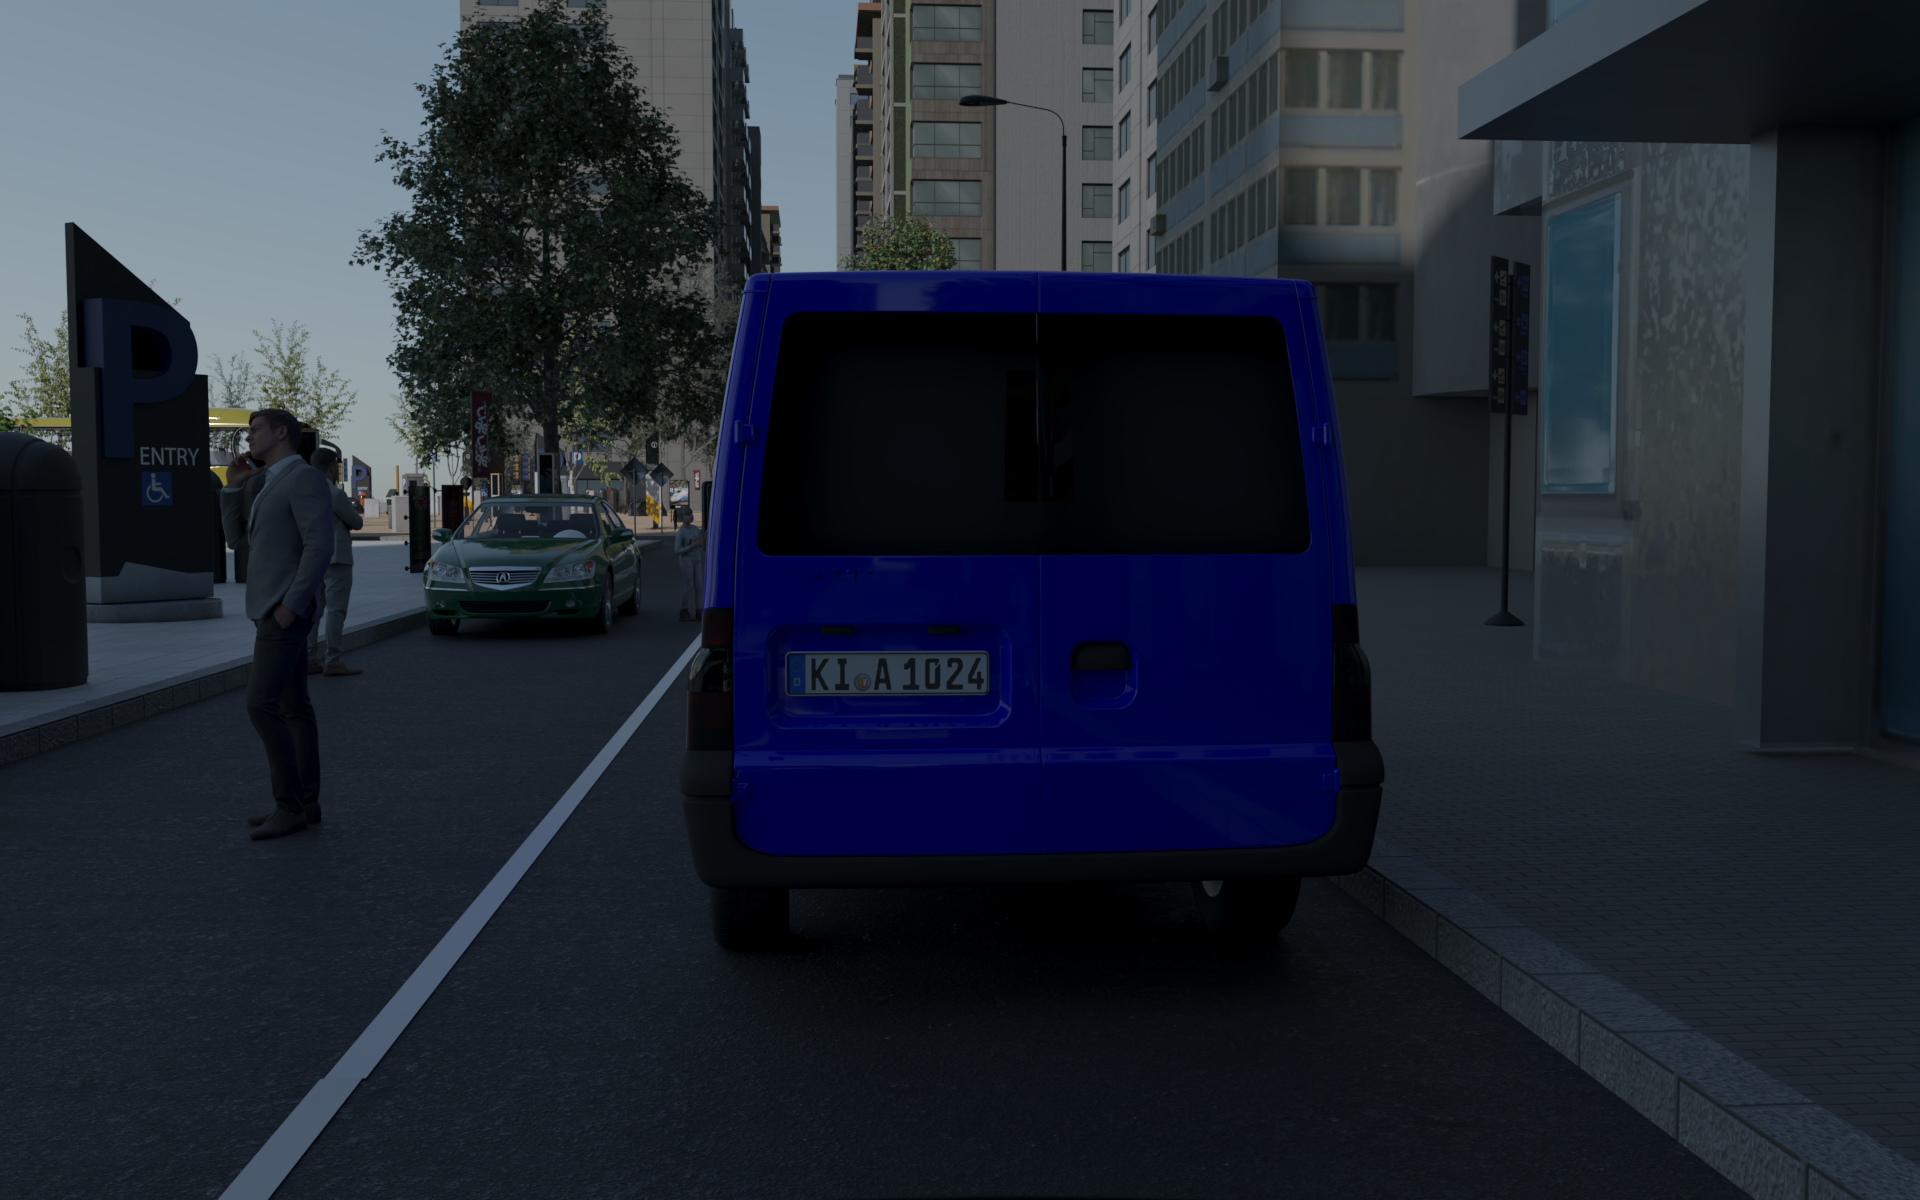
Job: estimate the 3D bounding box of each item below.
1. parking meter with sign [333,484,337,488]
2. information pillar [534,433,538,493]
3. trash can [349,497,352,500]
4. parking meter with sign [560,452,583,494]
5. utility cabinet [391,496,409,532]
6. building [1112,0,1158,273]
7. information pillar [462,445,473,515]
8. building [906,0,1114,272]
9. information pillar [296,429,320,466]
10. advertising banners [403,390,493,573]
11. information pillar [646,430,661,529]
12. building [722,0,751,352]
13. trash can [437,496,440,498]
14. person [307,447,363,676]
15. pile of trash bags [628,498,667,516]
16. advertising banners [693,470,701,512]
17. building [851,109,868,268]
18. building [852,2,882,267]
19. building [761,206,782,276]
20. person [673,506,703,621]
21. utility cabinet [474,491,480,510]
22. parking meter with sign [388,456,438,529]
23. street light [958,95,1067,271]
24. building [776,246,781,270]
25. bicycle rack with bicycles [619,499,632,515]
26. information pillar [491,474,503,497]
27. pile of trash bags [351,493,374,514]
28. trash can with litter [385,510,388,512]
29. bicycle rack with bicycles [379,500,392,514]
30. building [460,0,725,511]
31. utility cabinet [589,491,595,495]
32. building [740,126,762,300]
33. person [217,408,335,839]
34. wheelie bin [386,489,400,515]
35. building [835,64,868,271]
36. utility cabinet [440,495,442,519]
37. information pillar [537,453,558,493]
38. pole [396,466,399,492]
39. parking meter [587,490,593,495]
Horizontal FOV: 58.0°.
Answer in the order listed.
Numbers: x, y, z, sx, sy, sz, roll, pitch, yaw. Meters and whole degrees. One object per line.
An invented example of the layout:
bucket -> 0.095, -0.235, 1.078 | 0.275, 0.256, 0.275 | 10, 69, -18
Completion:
parking meter with sign -> -35.426, -6.199, 97.606 | 0.543, 3.016, 1.738 | 1, 4, 11
information pillar -> -16.107, -4.561, 65.923 | 0.183, 3.616, 0.504 | 0, 4, -7
trash can -> -30.931, -4.614, 87.093 | 0.748, 1.137, 0.748 | 0, 3, 0
parking meter with sign -> -16.282, -4.619, 71.775 | 0.543, 3.016, 1.738 | -3, 5, -40
utility cabinet -> -18.655, -2.896, 58.508 | 0.306, 1.237, 1.020 | 3, 5, 43
building -> 3.283, -41.202, 111.904 | 20.563, 71.187, 20.611 | 0, 4, -5
information pillar -> -23.304, -5.543, 81.980 | 0.504, 3.616, 0.183 | 1, 4, 17
building -> 4.303, -19.065, 83.418 | 14.160, 30.474, 14.107 | 0, 4, -5
information pillar -> -7.394, -0.925, 19.612 | 0.304, 2.012, 0.304 | -1, 4, -20
advertising banners -> -8.463, -1.994, 28.794 | 0.090, 3.025, 2.074 | 2, 4, 27
information pillar -> -11.147, -4.375, 62.882 | 0.504, 3.616, 0.183 | 0, 4, 2
building -> -31.171, -33.258, 163.378 | 23.786, 49.044, 30.456 | 0, 4, -5
trash can -> -36.370, -6.731, 121.702 | 0.748, 1.137, 0.748 | 0, 3, 0
person -> -4.979, -0.313, 13.796 | 0.511, 1.800, 0.466 | 1, 4, 19
pile of trash bags -> -17.471, -5.545, 100.412 | 3.447, 1.369, 1.912 | -1, 4, -19
advertising banners -> -18.286, -7.902, 125.381 | 2.074, 3.025, 0.090 | 0, 4, 1
building -> -5.405, -33.520, 198.158 | 14.600, 45.320, 14.200 | 0, 4, -5
building -> 1.582, -30.661, 155.926 | 22.147, 44.769, 28.867 | 0, 4, -5
building -> -37.329, -36.700, 254.662 | 22.147, 44.769, 28.867 | 0, 4, -5
person -> -3.023, -0.416, 19.588 | 0.394, 1.301, 0.425 | 1, 4, 20
utility cabinet -> -29.791, -6.082, 108.112 | 1.173, 1.500, 0.318 | 2, 4, 28
parking meter with sign -> -20.284, -4.154, 64.173 | 1.738, 3.016, 0.543 | -3, 4, -39
street light -> 0.681, -2.925, 20.359 | 1.470, 5.913, 1.316 | 0, 4, -5
building -> -35.720, -36.258, 276.408 | 14.154, 41.232, 14.086 | 0, 4, -5
bicycle rack with bicycles -> -24.036, -6.793, 124.448 | 2.925, 0.926, 2.852 | -1, 4, -12
information pillar -> -16.602, -3.524, 62.115 | 0.304, 2.012, 0.304 | 1, 4, 9
pile of trash bags -> -39.168, -6.356, 113.669 | 1.912, 1.369, 3.447 | -1, 4, -20
trash can with litter -> -38.897, -6.570, 118.804 | 0.624, 1.170, 1.055 | 3, 4, 38
bicycle rack with bicycles -> -33.422, -5.398, 101.633 | 2.852, 0.926, 2.925 | -1, 4, -22
building -> -27.126, -42.756, 137.312 | 20.563, 71.187, 20.611 | 0, 4, -5
utility cabinet -> -22.809, -6.033, 107.322 | 0.318, 1.500, 1.173 | 0, 4, -8
building -> -28.565, -30.761, 186.530 | 14.154, 41.232, 14.086 | 0, 4, -5
person -> -2.921, 0.077, 7.415 | 0.473, 1.802, 0.592 | -1, 4, -19
wheelie bin -> -34.644, -5.991, 105.853 | 0.980, 1.594, 0.693 | 2, 4, 31
building -> -6.962, -43.018, 245.338 | 21.231, 58.520, 28.212 | 0, 4, -5
utility cabinet -> -26.295, -4.786, 89.408 | 1.020, 1.237, 0.306 | -2, 4, -24
information pillar -> -7.358, -1.619, 30.969 | 0.304, 2.012, 0.304 | 0, 4, 0
pole -> -40.130, -7.937, 123.607 | 0.158, 3.312, 0.155 | 0, 3, 0
parking meter -> -24.943, -6.624, 116.717 | 0.372, 1.533, 0.369 | 0, 3, 0
